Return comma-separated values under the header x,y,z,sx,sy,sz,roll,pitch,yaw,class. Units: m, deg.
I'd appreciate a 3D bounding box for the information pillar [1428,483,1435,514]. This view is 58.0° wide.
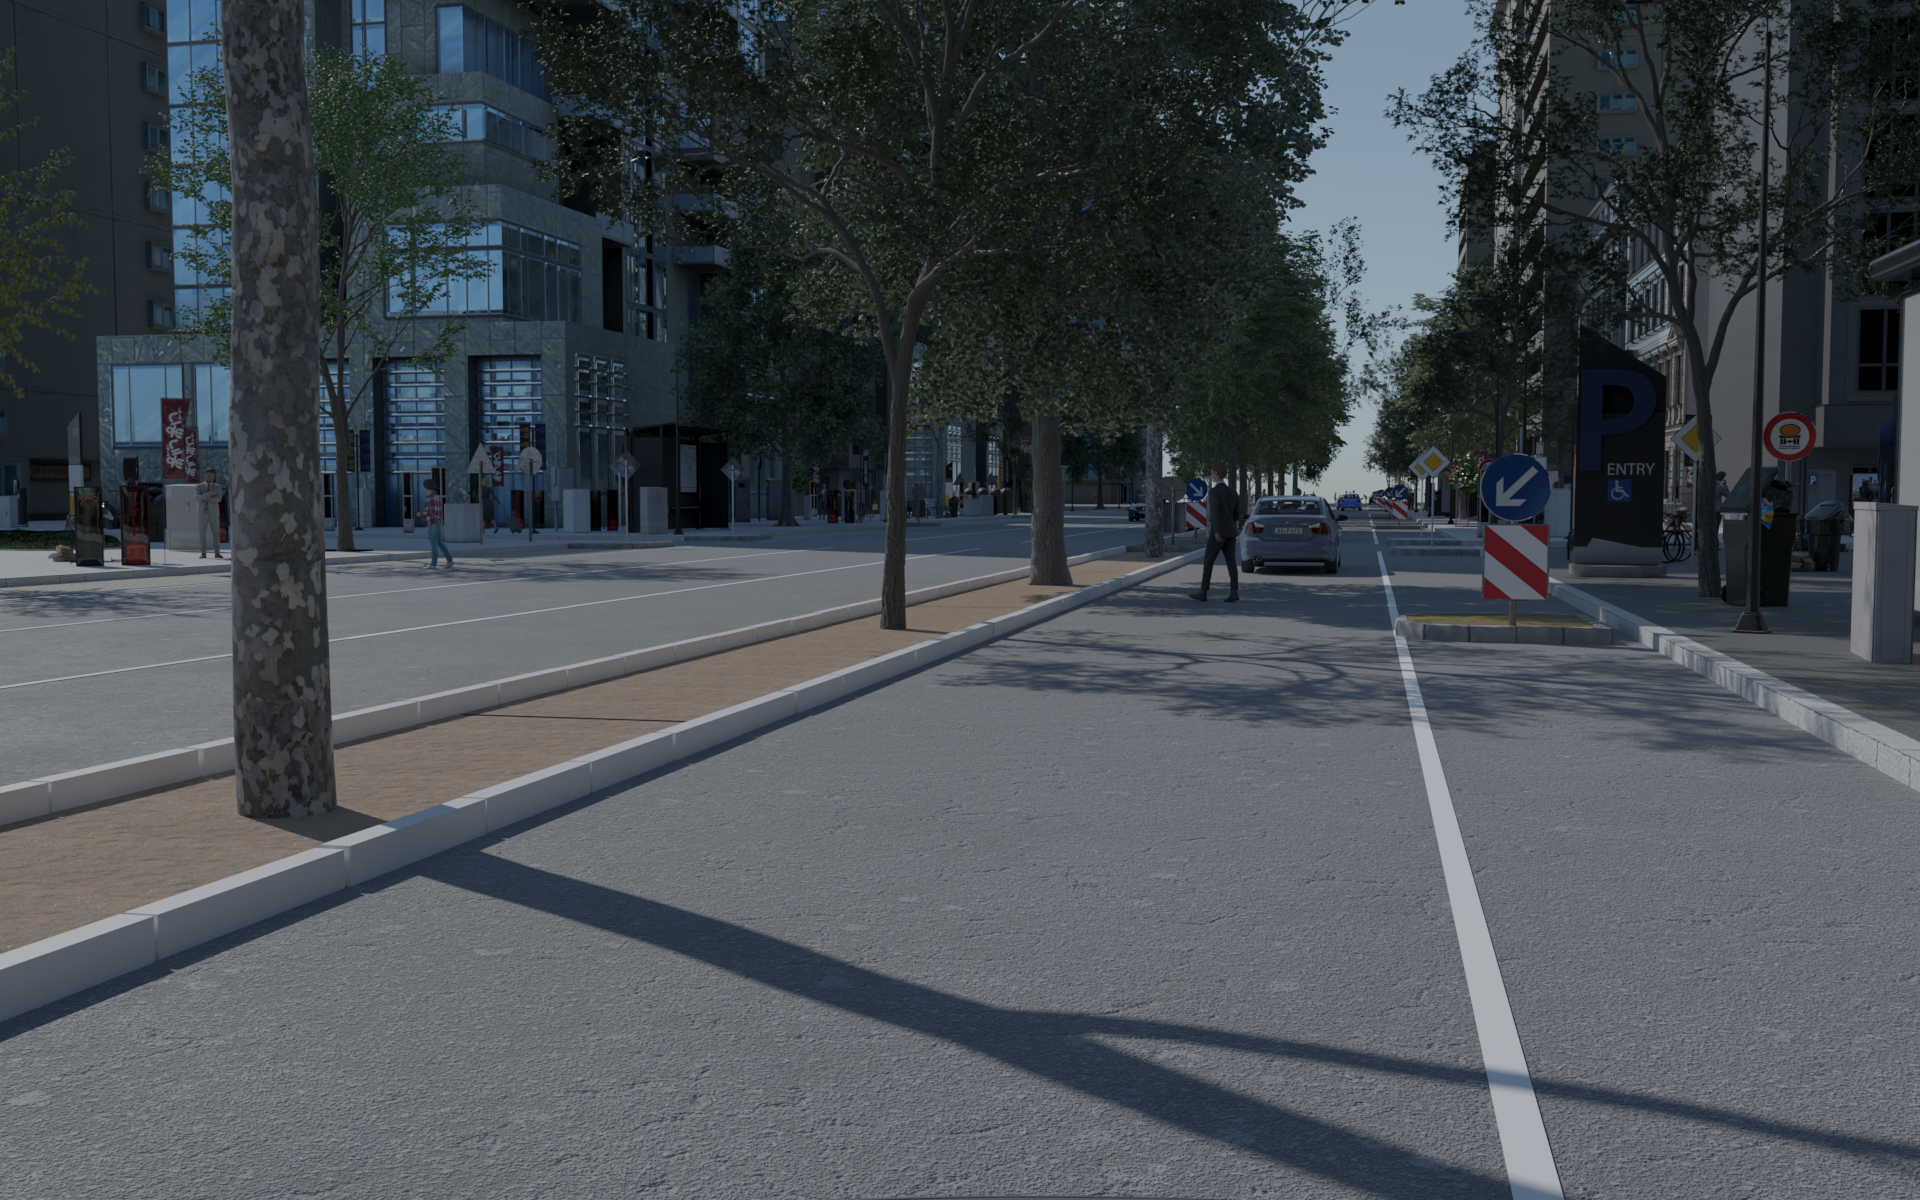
x,y,z,sx,sy,sz,roll,pitch,yaw,class
30.643,-6.608,112.527,0.304,2.012,0.304,-1,4,-10,information pillar

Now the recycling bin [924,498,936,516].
x,y,z,sx,sy,sz,roll,pitch,yaw,class
-1.731,-5.405,100.931,0.722,1.027,0.722,-2,4,-35,recycling bin

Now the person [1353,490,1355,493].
x,y,z,sx,sy,sz,roll,pitch,yaw,class
40.541,-10.399,178.478,0.705,1.831,1.348,3,4,36,person

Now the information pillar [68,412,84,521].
x,y,z,sx,sy,sz,roll,pitch,yaw,class
-25.318,-3.564,49.633,0.504,3.616,0.183,2,4,23,information pillar

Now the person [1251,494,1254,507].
x,y,z,sx,sy,sz,roll,pitch,yaw,class
30.500,-10.359,181.104,0.697,1.427,0.421,-3,4,-39,person

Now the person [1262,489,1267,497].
x,y,z,sx,sy,sz,roll,pitch,yaw,class
20.854,-6.757,119.170,0.583,1.804,0.606,1,4,12,person

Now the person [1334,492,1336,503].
x,y,z,sx,sy,sz,roll,pitch,yaw,class
58.211,-15.889,269.074,0.721,1.735,1.217,2,4,28,person

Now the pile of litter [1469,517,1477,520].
x,y,z,sx,sy,sz,roll,pitch,yaw,class
25.391,-4.283,83.989,1.176,0.858,1.719,-1,4,-13,pile of litter

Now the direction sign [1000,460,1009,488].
x,y,z,sx,sy,sz,roll,pitch,yaw,class
2.948,-7.582,115.956,0.379,3.537,0.876,-3,4,-39,direction sign

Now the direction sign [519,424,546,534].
x,y,z,sx,sy,sz,roll,pitch,yaw,class
-13.762,-3.906,55.866,0.876,3.537,0.379,1,4,9,direction sign

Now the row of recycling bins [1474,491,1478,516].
x,y,z,sx,sy,sz,roll,pitch,yaw,class
31.238,-5.742,100.999,3.534,1.692,1.069,-1,4,-13,row of recycling bins

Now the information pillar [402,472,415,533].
x,y,z,sx,sy,sz,roll,pitch,yaw,class
-18.189,-3.219,57.117,0.304,2.012,0.304,0,4,-6,information pillar

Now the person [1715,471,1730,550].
x,y,z,sx,sy,sz,roll,pitch,yaw,class
17.250,-2.041,39.594,0.473,1.802,0.592,-2,4,-30,person

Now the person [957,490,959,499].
x,y,z,sx,sy,sz,roll,pitch,yaw,class
-0.045,-6.933,119.273,0.818,1.842,0.514,2,4,24,person

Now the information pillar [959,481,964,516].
x,y,z,sx,sy,sz,roll,pitch,yaw,class
0.096,-5.876,100.571,0.304,2.012,0.304,0,4,0,information pillar

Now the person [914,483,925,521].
x,y,z,sx,sy,sz,roll,pitch,yaw,class
-1.925,-4.753,83.722,0.580,1.828,0.573,-2,4,-34,person

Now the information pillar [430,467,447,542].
x,y,z,sx,sy,sz,roll,pitch,yaw,class
-14.043,-2.581,46.684,0.304,2.012,0.304,1,4,10,information pillar

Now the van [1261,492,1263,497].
x,y,z,sx,sy,sz,roll,pitch,yaw,class
45.804,-15.688,263.517,2.013,2.044,4.112,1,4,12,van

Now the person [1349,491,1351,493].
x,y,z,sx,sy,sz,roll,pitch,yaw,class
49.750,-12.930,220.426,0.721,1.766,1.217,-1,4,-20,person

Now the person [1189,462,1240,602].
x,y,z,sx,sy,sz,roll,pitch,yaw,class
3.404,-0.900,22.997,0.659,1.850,0.755,-3,4,-38,person

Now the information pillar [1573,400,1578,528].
x,y,z,sx,sy,sz,roll,pitch,yaw,class
13.106,-2.741,36.168,0.504,3.616,0.183,1,4,9,information pillar

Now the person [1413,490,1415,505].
x,y,z,sx,sy,sz,roll,pitch,yaw,class
51.303,-11.602,195.743,1.348,1.822,0.705,-3,4,-36,person

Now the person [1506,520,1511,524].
x,y,z,sx,sy,sz,roll,pitch,yaw,class
14.852,-2.309,46.521,0.573,1.790,0.520,0,3,0,person

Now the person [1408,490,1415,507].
x,y,z,sx,sy,sz,roll,pitch,yaw,class
43.180,-9.800,166.286,0.705,1.822,1.348,-2,4,-30,person

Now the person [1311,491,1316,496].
x,y,z,sx,sy,sz,roll,pitch,yaw,class
42.656,-12.225,208.909,0.617,1.759,0.750,2,4,24,person

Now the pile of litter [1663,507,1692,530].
x,y,z,sx,sy,sz,roll,pitch,yaw,class
24.283,-2.727,58.545,1.176,0.858,1.719,-2,4,-30,pile of litter

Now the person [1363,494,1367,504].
x,y,z,sx,sy,sz,roll,pitch,yaw,class
57.346,-14.284,245.234,0.628,1.438,0.799,1,4,18,person

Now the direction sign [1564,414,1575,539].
x,y,z,sx,sy,sz,roll,pitch,yaw,class
17.378,-3.496,49.159,0.379,3.537,0.876,1,4,15,direction sign

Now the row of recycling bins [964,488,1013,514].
x,y,z,sx,sy,sz,roll,pitch,yaw,class
1.903,-6.530,113.877,3.534,1.692,1.069,-2,4,-27,row of recycling bins

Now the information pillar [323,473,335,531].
x,y,z,sx,sy,sz,roll,pitch,yaw,class
-21.877,-3.398,60.042,0.304,2.012,0.304,0,4,-4,information pillar

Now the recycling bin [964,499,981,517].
x,y,z,sx,sy,sz,roll,pitch,yaw,class
0.695,-5.202,97.602,0.722,1.027,0.722,-2,4,-28,recycling bin

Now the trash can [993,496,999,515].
x,y,z,sx,sy,sz,roll,pitch,yaw,class
1.974,-5.685,104.595,0.748,1.137,0.748,0,3,0,trash can

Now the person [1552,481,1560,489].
x,y,z,sx,sy,sz,roll,pitch,yaw,class
21.040,-3.354,61.474,0.643,1.750,0.593,3,4,39,person

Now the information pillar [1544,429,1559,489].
x,y,z,sx,sy,sz,roll,pitch,yaw,class
21.307,-4.347,62.420,0.504,3.616,0.183,2,4,32,information pillar

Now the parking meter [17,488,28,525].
x,y,z,sx,sy,sz,roll,pitch,yaw,class
-38.814,-3.871,71.710,0.372,1.533,0.369,0,3,0,parking meter

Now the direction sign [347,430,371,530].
x,y,z,sx,sy,sz,roll,pitch,yaw,class
-21.253,-4.228,61.119,0.876,3.537,0.379,-1,4,-12,direction sign

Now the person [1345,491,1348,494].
x,y,z,sx,sy,sz,roll,pitch,yaw,class
50.950,-13.477,228.473,1.348,1.869,0.705,3,4,36,person

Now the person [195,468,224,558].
x,y,z,sx,sy,sz,roll,pitch,yaw,class
-14.970,-1.731,34.530,0.511,1.800,0.466,-3,4,-38,person

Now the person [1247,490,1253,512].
x,y,z,sx,sy,sz,roll,pitch,yaw,class
23.003,-7.878,137.842,0.750,1.759,0.617,0,4,6,person

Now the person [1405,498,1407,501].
x,y,z,sx,sy,sz,roll,pitch,yaw,class
49.346,-11.329,191.411,1.348,1.807,0.705,0,4,-7,person

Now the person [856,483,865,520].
x,y,z,sx,sy,sz,roll,pitch,yaw,class
-4.866,-4.746,83.830,0.709,1.800,0.728,-2,4,-35,person

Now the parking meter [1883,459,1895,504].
x,y,z,sx,sy,sz,roll,pitch,yaw,class
15.820,-1.448,29.380,0.255,1.863,0.399,1,4,22,parking meter

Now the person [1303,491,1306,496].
x,y,z,sx,sy,sz,roll,pitch,yaw,class
48.252,-14.300,242.447,0.705,1.807,1.348,-1,4,-13,person

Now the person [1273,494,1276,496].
x,y,z,sx,sy,sz,roll,pitch,yaw,class
45.679,-14.977,253.400,1.348,1.821,0.705,1,4,9,person

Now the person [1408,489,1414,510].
x,y,z,sx,sy,sz,roll,pitch,yaw,class
37.258,-8.356,143.471,0.742,1.727,0.445,0,4,-1,person

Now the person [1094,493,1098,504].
x,y,z,sx,sy,sz,roll,pitch,yaw,class
17.152,-12.826,218.986,0.421,1.427,0.697,2,4,28,person

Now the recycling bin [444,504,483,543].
x,y,z,sx,sy,sz,roll,pitch,yaw,class
-13.119,-2.032,45.779,0.722,1.027,0.722,2,4,26,recycling bin

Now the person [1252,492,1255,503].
x,y,z,sx,sy,sz,roll,pitch,yaw,class
45.233,-15.742,266.686,0.445,1.727,0.742,-3,5,-42,person

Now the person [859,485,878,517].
x,y,z,sx,sy,sz,roll,pitch,yaw,class
-5.087,-5.487,95.975,0.699,1.804,1.509,-1,4,-23,person

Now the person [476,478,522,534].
x,y,z,sx,sy,sz,roll,pitch,yaw,class
-15.063,-3.058,56.261,1.509,1.804,0.699,1,4,21,person

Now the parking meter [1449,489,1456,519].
x,y,z,sx,sy,sz,roll,pitch,yaw,class
25.728,-5.010,90.319,0.372,1.533,0.369,0,3,0,parking meter

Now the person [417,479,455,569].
x,y,z,sx,sy,sz,roll,pitch,yaw,class
-10.004,-1.450,33.038,0.643,1.720,0.563,0,4,-6,person

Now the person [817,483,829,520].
x,y,z,sx,sy,sz,roll,pitch,yaw,class
-6.870,-4.965,87.177,0.622,1.834,0.822,0,4,-5,person

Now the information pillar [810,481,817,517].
x,y,z,sx,sy,sz,roll,pitch,yaw,class
-8.248,-5.695,97.612,0.304,2.012,0.304,2,4,30,information pillar

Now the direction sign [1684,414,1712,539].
x,y,z,sx,sy,sz,roll,pitch,yaw,class
21.035,-3.512,49.414,0.876,3.537,0.379,-1,4,-15,direction sign

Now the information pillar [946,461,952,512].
x,y,z,sx,sy,sz,roll,pitch,yaw,class
-0.760,-7.973,121.709,0.504,3.616,0.183,0,4,-6,information pillar

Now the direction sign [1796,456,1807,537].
x,y,z,sx,sy,sz,roll,pitch,yaw,class
25.245,-3.655,51.750,0.379,3.537,0.876,2,4,29,direction sign

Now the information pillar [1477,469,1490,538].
x,y,z,sx,sy,sz,roll,pitch,yaw,class
15.316,-2.823,50.644,0.304,2.012,0.304,0,4,4,information pillar
